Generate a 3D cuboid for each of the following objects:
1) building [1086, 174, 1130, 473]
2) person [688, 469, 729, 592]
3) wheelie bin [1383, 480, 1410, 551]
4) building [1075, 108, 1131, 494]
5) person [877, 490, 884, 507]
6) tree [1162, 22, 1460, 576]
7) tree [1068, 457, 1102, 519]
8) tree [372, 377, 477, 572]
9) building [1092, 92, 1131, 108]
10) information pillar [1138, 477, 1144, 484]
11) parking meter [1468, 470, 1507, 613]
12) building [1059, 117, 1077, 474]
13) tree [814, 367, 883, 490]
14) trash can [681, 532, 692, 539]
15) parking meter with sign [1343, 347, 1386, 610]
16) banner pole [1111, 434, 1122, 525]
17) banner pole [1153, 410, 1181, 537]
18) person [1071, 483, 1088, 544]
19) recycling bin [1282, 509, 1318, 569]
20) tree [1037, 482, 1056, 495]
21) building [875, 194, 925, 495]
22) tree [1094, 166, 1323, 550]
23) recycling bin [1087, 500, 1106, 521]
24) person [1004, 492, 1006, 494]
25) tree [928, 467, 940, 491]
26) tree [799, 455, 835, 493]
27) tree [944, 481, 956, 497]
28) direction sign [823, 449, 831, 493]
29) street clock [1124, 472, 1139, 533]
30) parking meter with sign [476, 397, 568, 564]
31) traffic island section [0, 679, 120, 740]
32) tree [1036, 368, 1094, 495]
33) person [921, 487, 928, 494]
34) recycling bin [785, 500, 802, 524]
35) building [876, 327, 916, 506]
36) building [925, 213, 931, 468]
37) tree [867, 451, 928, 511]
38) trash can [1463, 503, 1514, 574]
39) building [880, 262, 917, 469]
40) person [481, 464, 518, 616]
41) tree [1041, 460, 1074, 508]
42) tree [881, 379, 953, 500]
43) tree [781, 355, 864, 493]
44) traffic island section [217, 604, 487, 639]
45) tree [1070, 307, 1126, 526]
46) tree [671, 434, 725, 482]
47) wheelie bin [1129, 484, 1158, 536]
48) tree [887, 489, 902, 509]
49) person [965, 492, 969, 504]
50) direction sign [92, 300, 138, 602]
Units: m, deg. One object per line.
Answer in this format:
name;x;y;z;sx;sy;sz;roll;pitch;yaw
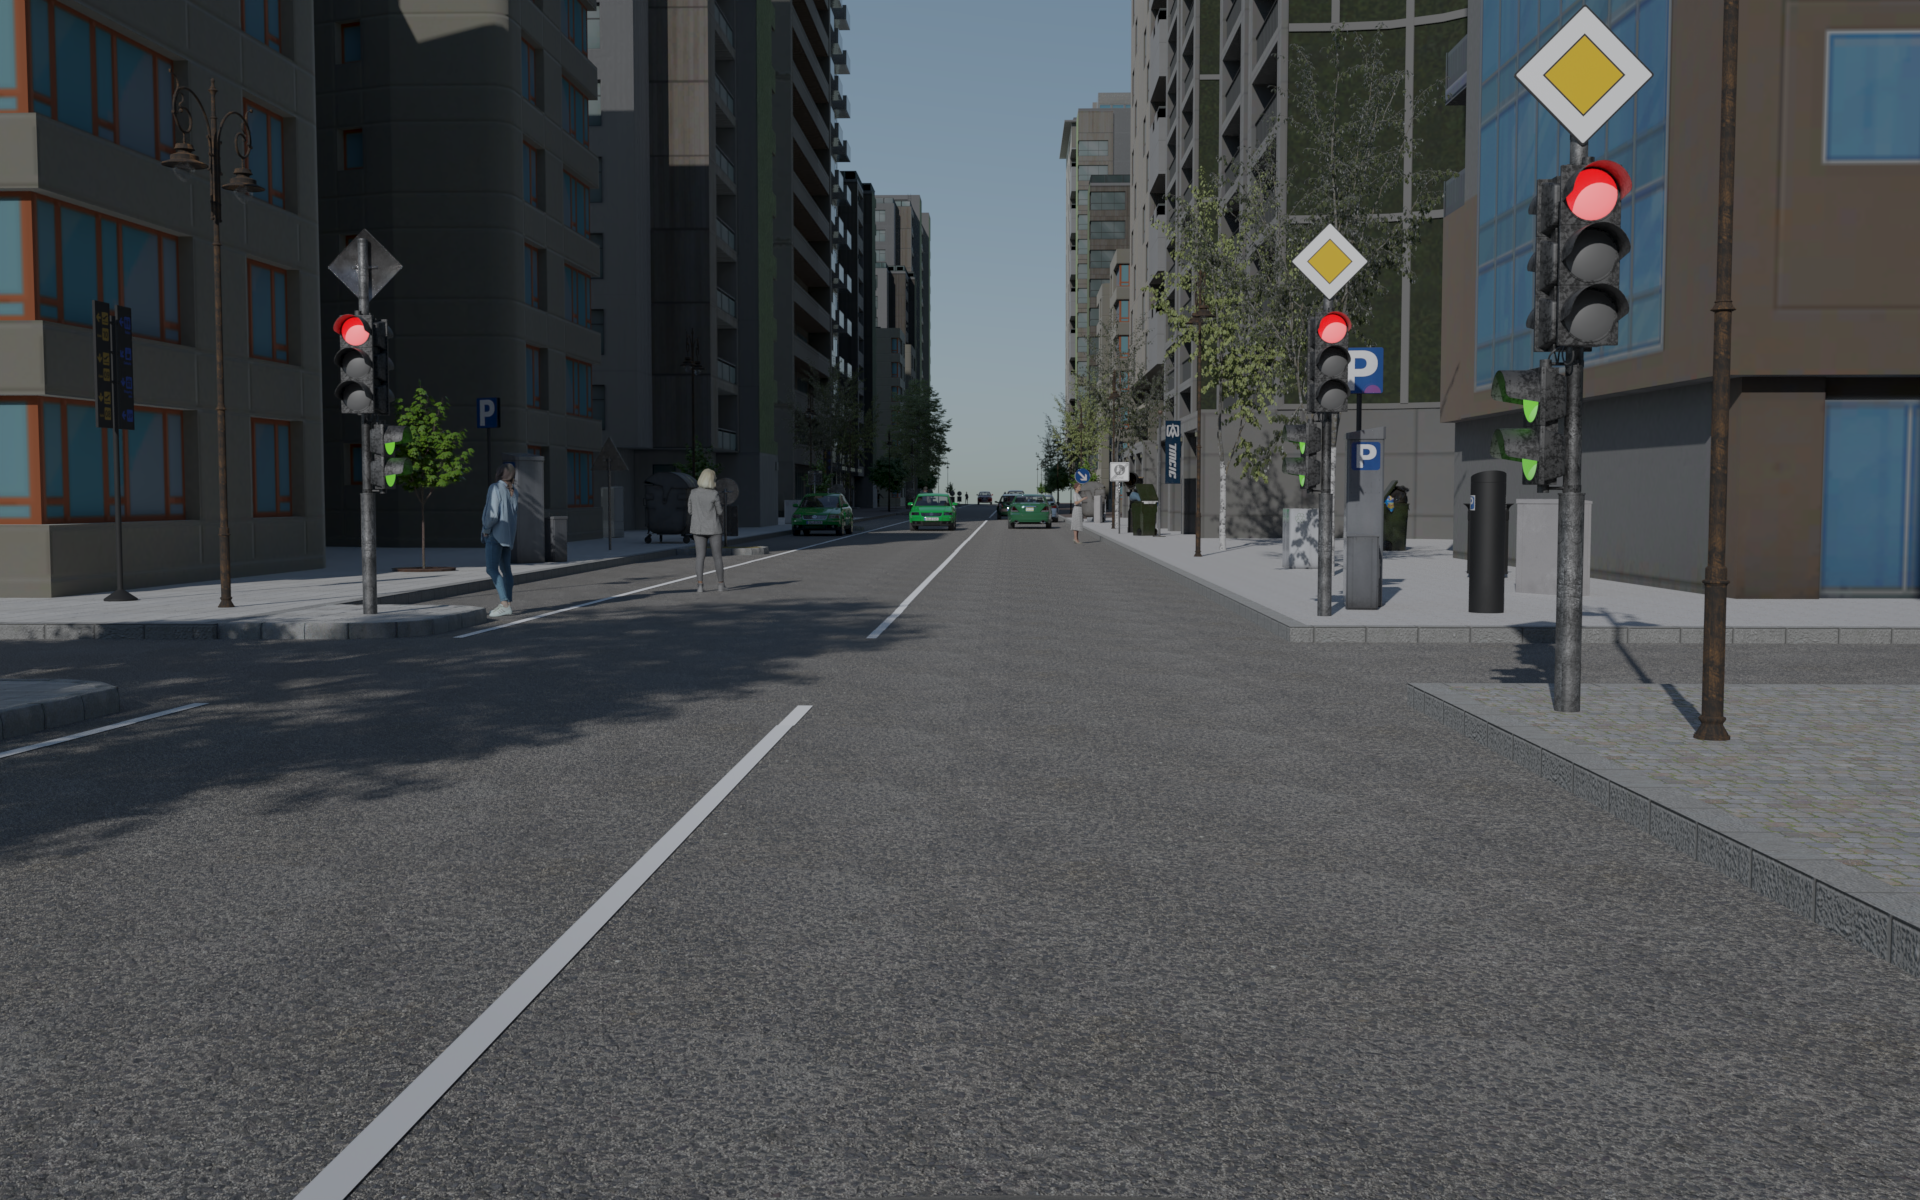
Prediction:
building;18.592;-23.682;158.898;14.160;30.474;14.107;0;4;2
person;-3.722;-1.027;25.467;0.537;1.800;0.526;1;4;22
wheelie bin;9.843;-1.921;39.317;0.693;1.594;0.980;0;4;4
building;19.432;-30.771;186.702;14.154;41.232;14.086;0;4;2
person;-8.250;-10.117;173.548;1.348;1.869;0.705;-1;4;-23
tree;5.606;-4.689;27.035;4.360;8.622;3.978;0;3;0
tree;6.451;-5.857;90.368;1.663;3.219;1.824;0;3;0
tree;-9.034;-2.087;28.717;1.663;3.219;1.824;0;3;0
building;25.490;-36.047;208.980;23.786;49.044;30.456;0;4;2
information pillar;7.806;-4.316;75.056;0.304;2.012;0.304;0;4;4
parking meter;5.705;-0.631;18.734;0.372;1.533;0.369;0;3;0
building;28.281;-39.664;237.739;28.713;52.752;27.495;0;4;2
tree;-6.503;-9.074;98.727;4.737;8.622;4.395;0;3;0
trash can;-7.768;-2.350;50.078;0.748;1.137;0.748;0;3;0
parking meter with sign;4.614;-1.445;19.884;0.543;3.016;1.738;1;4;10
banner pole;6.559;-4.999;71.750;0.401;3.779;0.863;2;4;30
banner pole;6.205;-3.780;51.818;0.863;3.779;0.401;0;4;-2
person;3.467;-2.503;49.987;0.524;1.755;0.480;1;4;17
recycling bin;6.007;-1.068;30.013;0.722;1.027;0.722;0;4;0
tree;12.010;-14.701;234.956;1.663;3.219;1.824;0;3;0
building;-12.421;-33.437;230.285;14.154;41.232;14.086;0;4;2
tree;6.272;-5.456;39.560;4.737;8.622;4.395;0;3;0
recycling bin;6.509;-4.286;82.636;0.722;1.027;0.722;-1;4;-15
person;5.752;-13.013;221.925;0.551;1.740;0.621;-2;4;-26
tree;-3.731;-12.675;190.944;4.285;4.588;4.351;0;3;0
tree;-6.787;-5.508;84.654;1.663;3.219;1.824;0;3;0
tree;-1.290;-15.669;250.789;1.663;3.219;1.824;0;3;0
direction sign;-6.728;-5.847;87.593;0.379;3.537;0.876;1;4;18
street clock;5.673;-3.233;57.435;0.471;2.002;0.358;1;4;23
parking meter with sign;-8.062;-2.190;32.074;0.543;3.016;1.738;2;4;34
traffic island section;-6.573;0.717;10.561;2.009;0.180;2.903;0;4;2
tree;7.431;-9.160;100.123;4.737;8.622;4.395;0;3;0
person;-1.685;-4.528;82.874;0.623;1.781;0.721;-2;4;-27
recycling bin;-6.993;-3.747;73.824;0.722;1.027;0.722;2;4;32
building;-19.614;-21.415;195.181;27.650;21.520;28.899;0;4;2
building;-11.468;-34.324;244.790;14.154;41.232;14.086;0;4;2
tree;-5.377;-9.019;131.168;4.285;4.588;4.351;0;3;0
trash can;8.095;-0.912;26.560;0.748;1.137;0.748;0;3;0
building;-12.775;-27.198;216.394;14.160;30.474;14.107;0;4;2
person;-5.431;-0.720;20.539;0.793;1.790;0.793;-1;4;-16
tree;9.031;-10.791;160.145;4.285;4.588;4.351;0;3;0
tree;-4.007;-15.413;170.134;7.486;12.596;7.792;0;3;0
tree;-7.132;-8.586;90.743;4.360;8.622;3.978;0;3;0
traffic island section;-6.331;0.229;18.542;2.009;0.180;2.903;0;4;2
tree;6.513;-7.256;68.995;4.360;8.622;3.978;0;3;0
tree;-8.592;-3.759;56.059;1.663;3.219;1.824;0;3;0
wheelie bin;5.637;-2.775;53.276;0.980;1.594;0.693;-2;4;-27
tree;-5.398;-9.404;148.352;1.663;3.219;1.824;0;3;0
person;0.965;-14.064;238.983;0.617;1.759;0.750;-1;4;-16
direction sign;-10.097;-1.757;20.730;0.379;3.537;0.876;0;4;1
